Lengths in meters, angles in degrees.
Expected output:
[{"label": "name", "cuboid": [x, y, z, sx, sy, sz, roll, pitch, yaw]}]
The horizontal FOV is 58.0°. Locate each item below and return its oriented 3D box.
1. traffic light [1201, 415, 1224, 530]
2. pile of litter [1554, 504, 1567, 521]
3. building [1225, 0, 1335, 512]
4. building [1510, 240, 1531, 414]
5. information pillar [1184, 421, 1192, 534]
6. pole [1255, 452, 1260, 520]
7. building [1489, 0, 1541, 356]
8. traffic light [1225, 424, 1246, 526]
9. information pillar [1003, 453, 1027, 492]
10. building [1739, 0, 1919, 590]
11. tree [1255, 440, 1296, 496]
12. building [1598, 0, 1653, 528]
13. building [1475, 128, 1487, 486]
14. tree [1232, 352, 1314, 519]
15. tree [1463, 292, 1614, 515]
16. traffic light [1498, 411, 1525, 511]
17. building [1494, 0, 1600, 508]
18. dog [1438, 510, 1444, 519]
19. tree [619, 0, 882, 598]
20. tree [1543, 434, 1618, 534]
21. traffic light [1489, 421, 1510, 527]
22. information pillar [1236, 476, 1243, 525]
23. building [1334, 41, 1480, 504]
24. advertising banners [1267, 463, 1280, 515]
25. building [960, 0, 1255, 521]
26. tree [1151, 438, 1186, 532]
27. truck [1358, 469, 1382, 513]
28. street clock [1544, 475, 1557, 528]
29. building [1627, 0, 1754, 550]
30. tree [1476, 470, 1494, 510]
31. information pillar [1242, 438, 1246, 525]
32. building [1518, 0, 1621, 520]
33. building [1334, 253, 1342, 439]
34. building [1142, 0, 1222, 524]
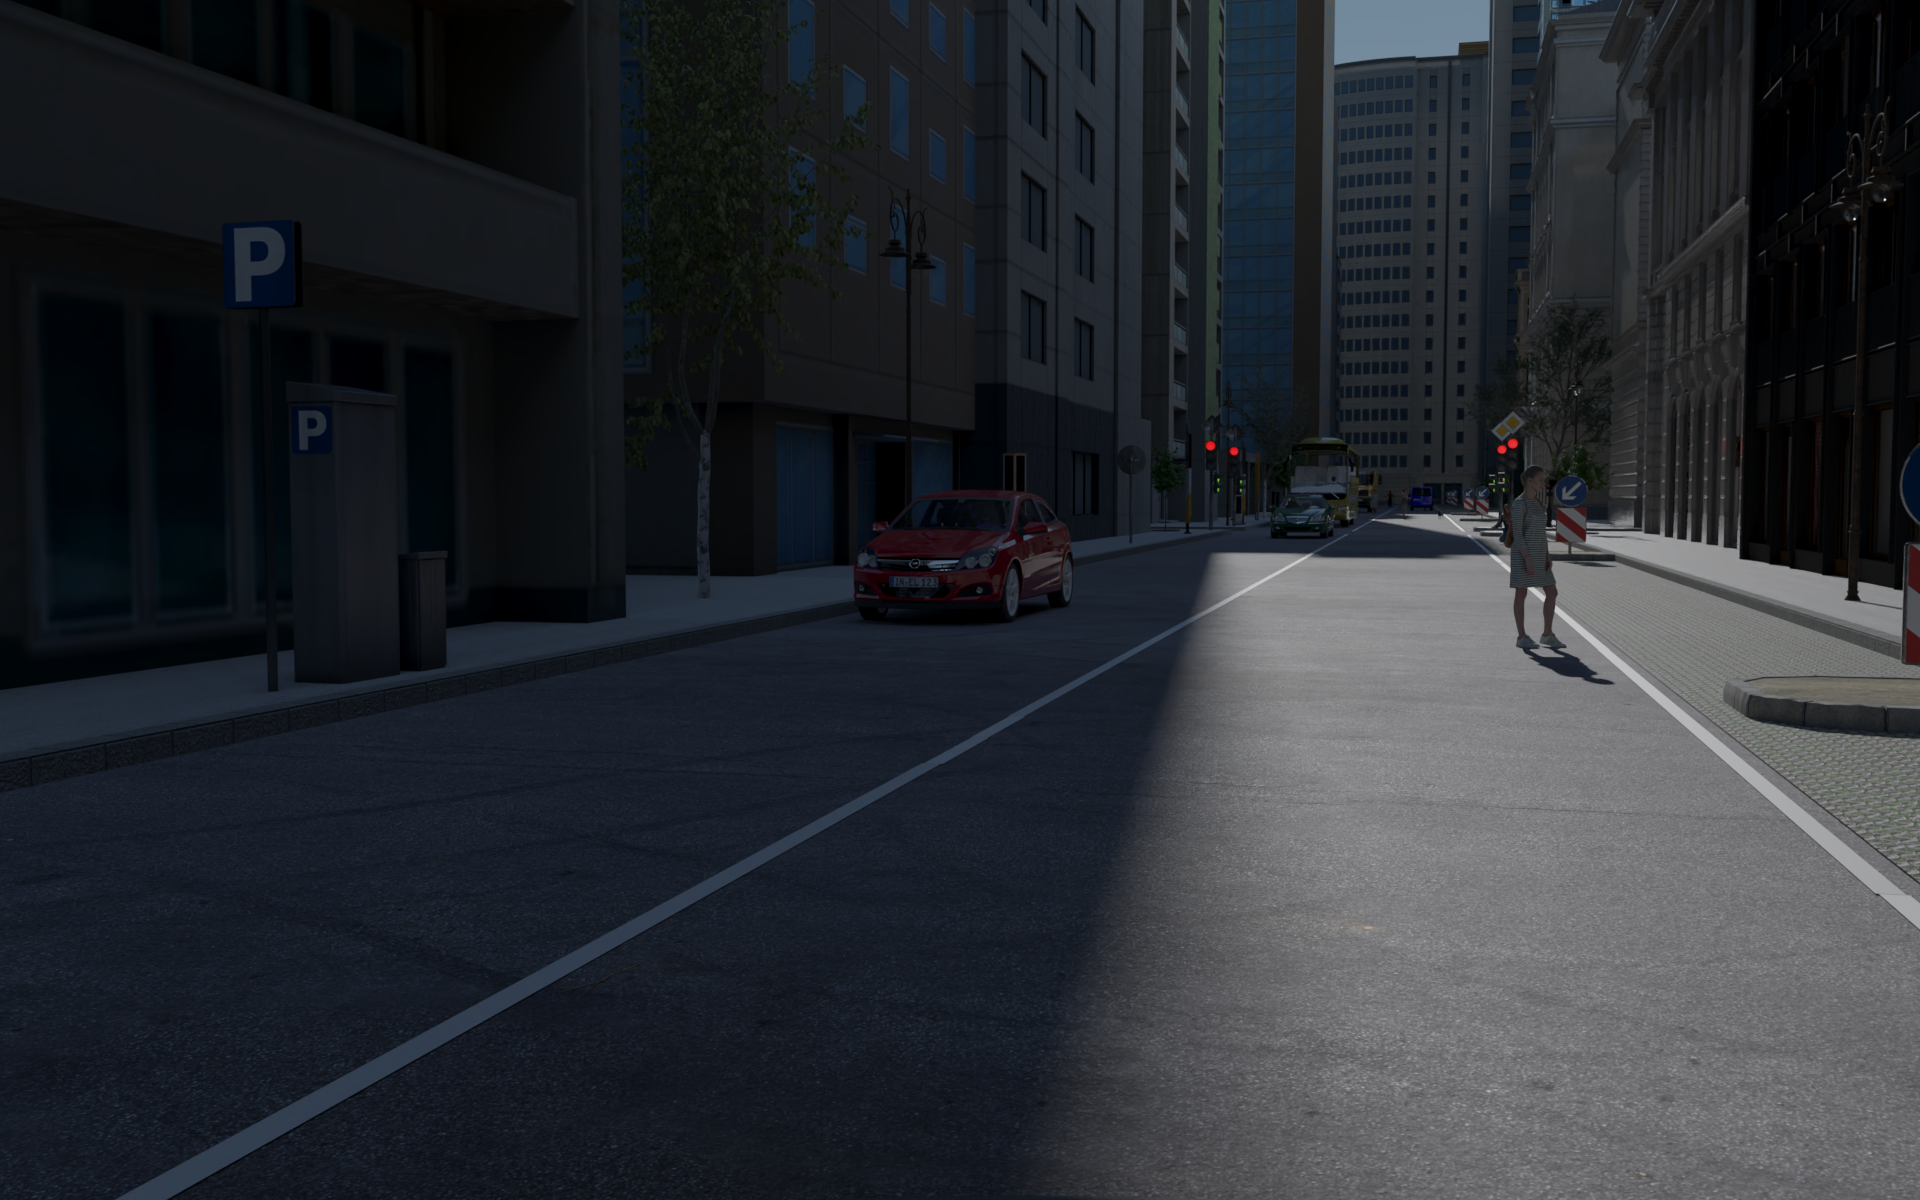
[{"label": "traffic light", "cuboid": [8.909, -4.426, 61.281, 0.839, 4.253, 0.868, 1, 4, 15]}, {"label": "pile of litter", "cuboid": [28.921, -4.189, 82.449, 1.176, 0.858, 1.719, 1, 4, 14]}, {"label": "building", "cuboid": [20.185, -29.246, 128.275, 14.600, 45.320, 14.200, 1, 4, 15]}, {"label": "building", "cuboid": [45.787, -18.383, 119.646, 14.460, 24.649, 34.723, 1, 4, 15]}, {"label": "information pillar", "cuboid": [7.351, -3.937, 55.723, 0.183, 3.616, 0.504, 0, 4, -5]}, {"label": "pole", "cuboid": [14.543, -5.558, 84.720, 0.158, 3.312, 0.155, 0, 3, 0]}, {"label": "building", "cuboid": [65.395, -38.987, 179.439, 21.231, 58.520, 28.212, 1, 4, 15]}, {"label": "traffic light", "cuboid": [10.960, -4.898, 69.000, 0.839, 4.253, 0.868, 1, 4, 15]}, {"label": "information pillar", "cuboid": [0.992, -1.646, 31.401, 0.304, 2.012, 0.304, -3, 5, -43]}, {"label": "building", "cuboid": [19.271, -11.898, 24.215, 12.332, 23.373, 15.834, 1, 4, 15]}, {"label": "tree", "cuboid": [18.850, -7.146, 100.547, 4.285, 4.588, 4.351, 0, 3, 0]}, {"label": "building", "cuboid": [35.744, -14.583, 67.316, 19.941, 23.489, 11.050, 1, 4, 15]}, {"label": "building", "cuboid": [67.995, -33.728, 201.555, 14.600, 45.320, 14.200, 1, 4, 15]}, {"label": "tree", "cuboid": [16.167, -8.557, 90.275, 4.360, 8.622, 3.978, 0, 3, 0]}, {"label": "tree", "cuboid": [27.772, -8.961, 80.918, 8.767, 10.594, 7.601, 0, 4, -7]}, {"label": "traffic light", "cuboid": [18.687, -4.268, 58.710, 0.839, 4.253, 0.868, 1, 4, 15]}, {"label": "building", "cuboid": [59.206, -51.180, 149.463, 22.319, 86.520, 31.000, 1, 4, 15]}, {"label": "dog", "cuboid": [27.605, -4.907, 99.519, 0.540, 0.507, 0.406, 3, 5, 42]}, {"label": "tree", "cuboid": [-3.104, -4.341, 21.343, 4.737, 8.622, 4.395, 0, 3, 0]}, {"label": "tree", "cuboid": [19.932, -3.729, 55.572, 1.663, 3.219, 1.824, 0, 3, 0]}, {"label": "traffic light", "cuboid": [20.737, -4.741, 66.428, 0.839, 4.253, 0.868, 1, 4, 15]}, {"label": "information pillar", "cuboid": [11.531, -4.107, 71.634, 0.304, 2.012, 0.304, 1, 4, 10]}, {"label": "building", "cuboid": [58.631, -42.167, 231.430, 28.212, 58.520, 21.231, 1, 4, 15]}, {"label": "advertising banners", "cuboid": [17.687, -6.210, 97.723, 0.090, 3.025, 2.074, -1, 4, -9]}, {"label": "building", "cuboid": [7.547, -40.755, 104.596, 20.563, 71.187, 20.611, 1, 4, 15]}, {"label": "tree", "cuboid": [7.121, -3.973, 59.565, 1.663, 3.219, 1.824, 0, 3, 0]}, {"label": "truck", "cuboid": [31.567, -8.617, 136.805, 3.469, 3.379, 9.791, 1, 4, 14]}, {"label": "street clock", "cuboid": [22.617, -3.785, 66.461, 0.471, 2.002, 0.358, 0, 4, 6]}, {"label": "building", "cuboid": [25.010, -12.326, 43.337, 13.314, 21.916, 24.055, 1, 4, 15]}, {"label": "tree", "cuboid": [42.884, -8.961, 141.115, 1.663, 3.219, 1.824, 0, 3, 0]}, {"label": "information pillar", "cuboid": [11.893, -4.972, 72.653, 0.183, 3.616, 0.504, 0, 4, -1]}, {"label": "building", "cuboid": [37.775, -18.803, 93.328, 13.634, 28.700, 20.117, 1, 4, 15]}, {"label": "building", "cuboid": [38.810, -26.772, 209.429, 14.107, 30.474, 14.160, 1, 4, 15]}, {"label": "building", "cuboid": [3.913, -24.106, 77.731, 14.154, 41.232, 14.086, 1, 4, 15]}]
